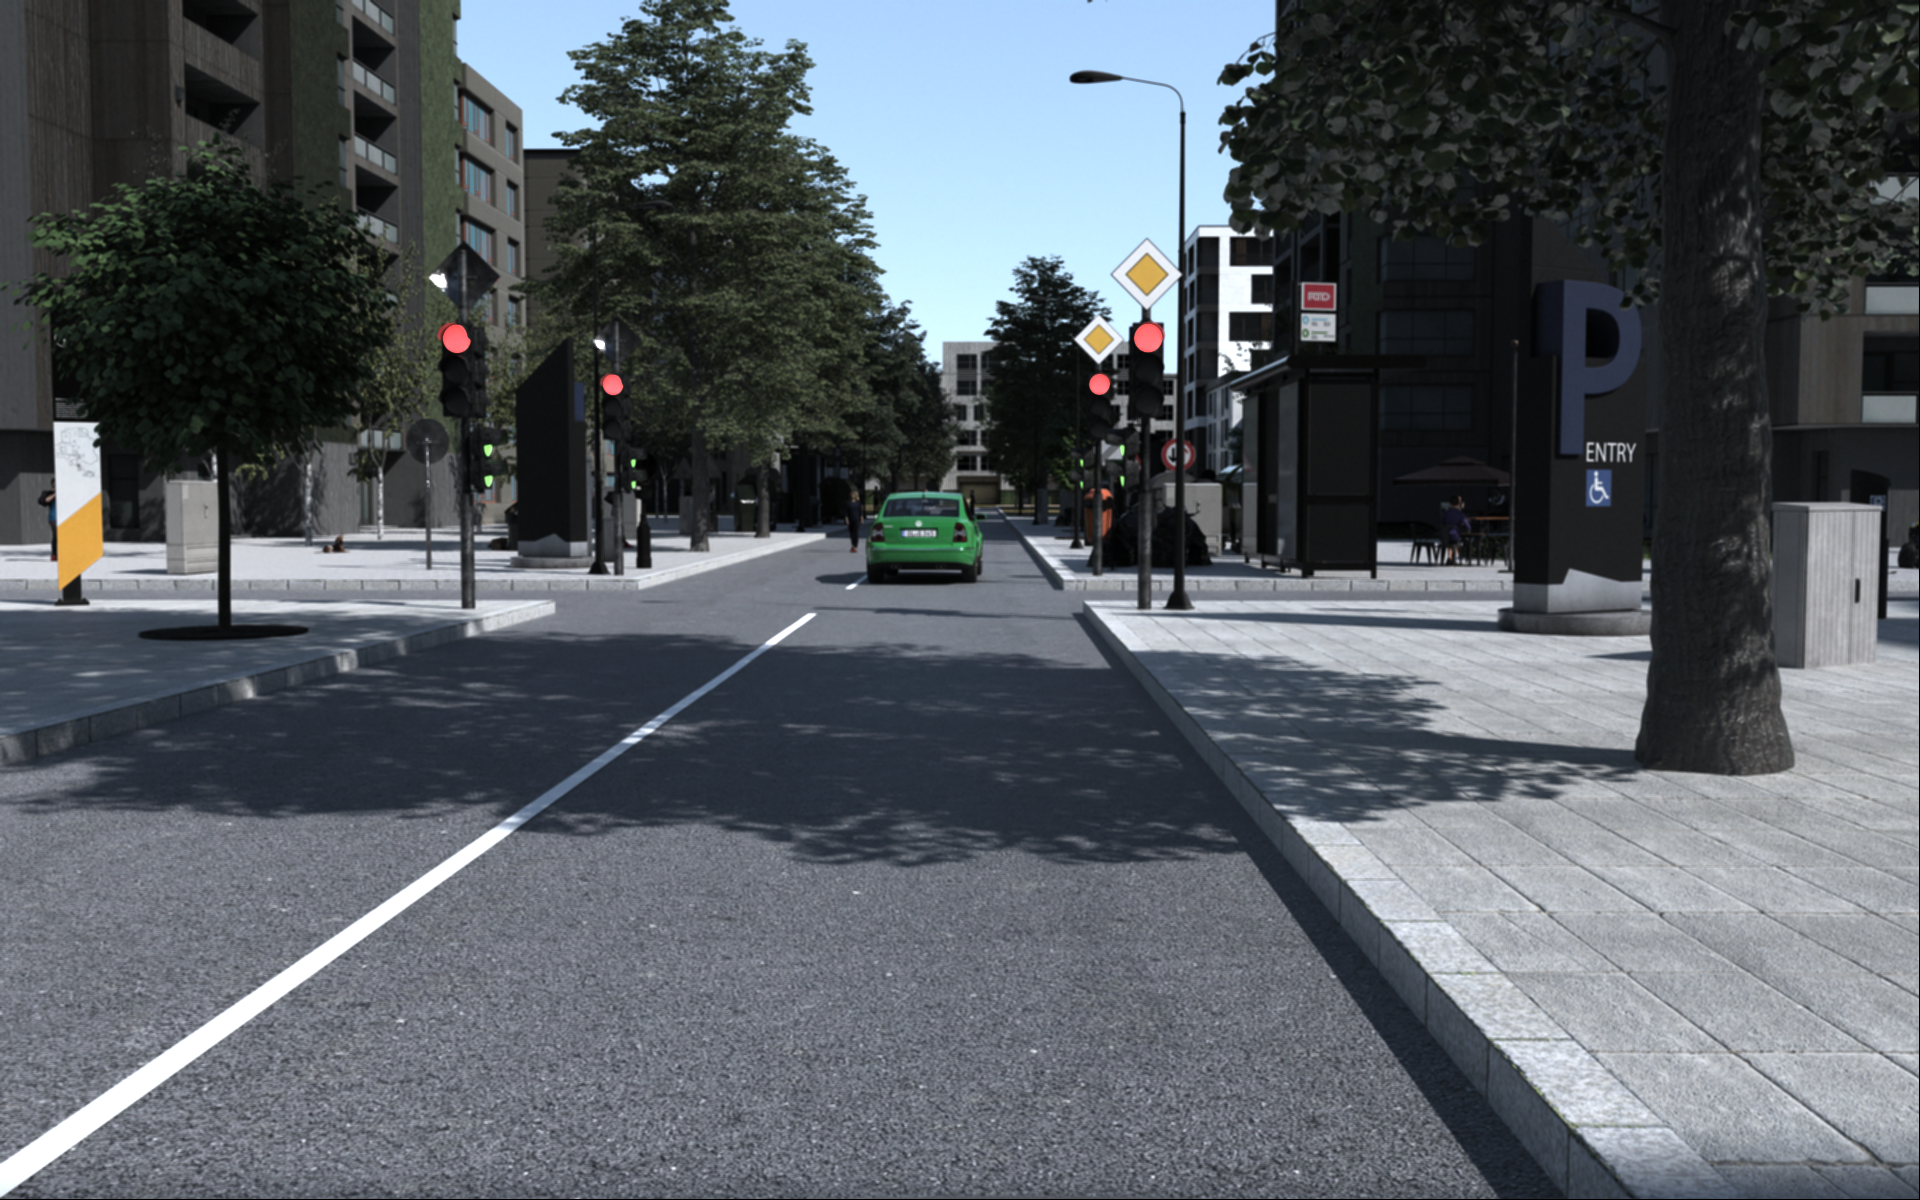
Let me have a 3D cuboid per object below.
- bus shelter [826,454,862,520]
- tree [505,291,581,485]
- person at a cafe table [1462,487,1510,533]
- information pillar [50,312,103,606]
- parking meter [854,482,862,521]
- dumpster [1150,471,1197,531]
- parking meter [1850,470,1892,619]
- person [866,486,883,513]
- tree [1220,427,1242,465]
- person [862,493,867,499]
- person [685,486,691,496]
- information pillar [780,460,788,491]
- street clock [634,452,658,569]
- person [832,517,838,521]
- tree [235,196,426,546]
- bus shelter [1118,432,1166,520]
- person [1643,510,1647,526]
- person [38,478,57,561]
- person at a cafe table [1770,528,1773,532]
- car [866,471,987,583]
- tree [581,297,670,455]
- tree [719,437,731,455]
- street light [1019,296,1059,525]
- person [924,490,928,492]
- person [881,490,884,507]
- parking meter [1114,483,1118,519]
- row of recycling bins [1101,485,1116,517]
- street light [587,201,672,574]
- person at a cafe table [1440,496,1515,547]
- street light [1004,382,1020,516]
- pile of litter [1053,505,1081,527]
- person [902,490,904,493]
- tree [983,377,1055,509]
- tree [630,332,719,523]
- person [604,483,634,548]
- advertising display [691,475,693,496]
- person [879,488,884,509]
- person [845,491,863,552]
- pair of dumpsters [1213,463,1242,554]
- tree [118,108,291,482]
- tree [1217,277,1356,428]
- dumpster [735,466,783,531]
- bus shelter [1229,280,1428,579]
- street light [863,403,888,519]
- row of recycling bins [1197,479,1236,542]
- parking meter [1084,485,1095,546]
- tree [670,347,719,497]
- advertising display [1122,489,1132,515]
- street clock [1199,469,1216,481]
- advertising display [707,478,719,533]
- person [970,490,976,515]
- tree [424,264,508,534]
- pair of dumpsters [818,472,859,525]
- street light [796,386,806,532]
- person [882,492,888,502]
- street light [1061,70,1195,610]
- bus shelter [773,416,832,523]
[{"bbox_3d":[-6.277,-5.848,89.540,2.014,3.302,5.546,0,4,1],"label":"bus shelter"},{"bbox_3d":[-15.199,-6.397,54.946,4.737,8.622,4.395,0,3,0],"label":"tree"},{"bbox_3d":[17.508,-2.987,57.358,1.622,1.524,1.698,-1,4,-22],"label":"person at a cafe table"},{"bbox_3d":[-10.188,-1.749,19.949,0.504,3.616,0.183,-2,4,-31],"label":"information pillar"},{"bbox_3d":[-4.864,-4.694,82.465,0.399,1.863,0.255,3,5,45],"label":"parking meter"},{"bbox_3d":[5.465,-2.377,44.615,1.264,1.857,1.865,0,4,1],"label":"dumpster"},{"bbox_3d":[9.403,-0.582,17.923,0.372,1.533,0.369,0,3,0],"label":"parking meter"},{"bbox_3d":[-5.628,-6.722,115.961,1.348,1.823,0.705,-2,4,-31],"label":"person"},{"bbox_3d":[11.348,-4.921,64.173,4.285,4.588,4.351,0,3,0],"label":"tree"},{"bbox_3d":[-6.565,-6.397,111.341,1.217,1.736,0.721,0,4,-6],"label":"person"},{"bbox_3d":[-17.405,-6.420,110.637,1.348,1.869,0.705,3,4,39],"label":"person"},{"bbox_3d":[-8.781,-5.817,86.460,0.183,3.616,0.504,3,5,44],"label":"information pillar"},{"bbox_3d":[-5.463,-1.548,29.885,0.358,2.002,0.471,3,5,44],"label":"street clock"},{"bbox_3d":[-5.904,-3.985,81.668,0.357,0.543,0.381,-1,4,-13],"label":"person"},{"bbox_3d":[-16.265,-5.648,42.712,4.737,8.622,4.395,0,3,0],"label":"tree"},{"bbox_3d":[6.797,-4.599,66.485,1.731,3.624,6.357,0,4,1],"label":"bus shelter"},{"bbox_3d":[8.414,-0.783,22.002,0.504,1.737,0.576,2,4,30],"label":"person"},{"bbox_3d":[-17.192,-1.533,32.981,0.662,1.594,0.647,-1,4,-20],"label":"person"},{"bbox_3d":[12.304,-1.214,28.369,1.698,1.524,1.622,0,4,1],"label":"person at a cafe table"},{"bbox_3d":[-0.542,-1.256,29.325,1.959,1.807,4.718,0,4,3],"label":"car"},{"bbox_3d":[-13.242,-6.774,61.112,4.737,8.622,4.395,0,3,0],"label":"tree"},{"bbox_3d":[-15.098,-9.138,99.776,4.360,8.622,3.978,0,3,0],"label":"tree"},{"bbox_3d":[2.213,-4.171,40.738,1.470,5.913,1.316,0,4,1],"label":"street light"},{"bbox_3d":[-1.083,-2.668,54.192,0.516,1.574,0.319,0,4,-6],"label":"person"},{"bbox_3d":[-8.049,-10.567,178.832,0.705,1.822,1.348,0,4,-1],"label":"person"},{"bbox_3d":[8.070,-5.087,88.890,0.255,1.863,0.399,-2,4,-34],"label":"parking meter"},{"bbox_3d":[6.155,-4.235,76.353,1.069,1.692,3.534,0,4,-5],"label":"row of recycling bins"},{"bbox_3d":[-5.255,-3.368,27.601,1.470,5.913,1.316,0,4,1],"label":"street light"},{"bbox_3d":[12.433,-1.905,42.006,1.698,1.238,1.726,-2,4,-31],"label":"person at a cafe table"},{"bbox_3d":[2.612,-6.075,71.869,1.470,5.913,1.316,0,4,1],"label":"street light"},{"bbox_3d":[4.489,-3.358,68.867,1.719,0.858,1.176,0,4,-5],"label":"pile of litter"},{"bbox_3d":[-5.823,-10.331,175.871,0.530,1.710,0.541,-2,4,-32],"label":"person"},{"bbox_3d":[4.948,-13.511,146.656,9.928,11.665,9.643,0,3,0],"label":"tree"},{"bbox_3d":[-13.164,-7.748,77.047,4.360,8.622,3.978,0,3,0],"label":"tree"},{"bbox_3d":[-8.119,-2.037,41.211,0.662,1.594,0.647,-1,4,-21],"label":"person"},{"bbox_3d":[-8.895,-3.264,58.588,0.123,1.923,0.974,-2,4,-25],"label":"advertising display"},{"bbox_3d":[-6.646,-8.580,146.354,1.348,1.821,0.705,-1,4,-20],"label":"person"},{"bbox_3d":[-2.640,-1.941,42.776,0.480,1.512,0.613,-1,4,-20],"label":"person"},{"bbox_3d":[6.512,-2.154,37.707,1.574,2.255,4.437,0,4,1],"label":"pair of dumpsters"},{"bbox_3d":[-14.574,-5.108,33.871,4.360,8.622,3.978,0,3,0],"label":"tree"},{"bbox_3d":[11.162,-6.613,58.487,4.737,8.622,4.395,0,3,0],"label":"tree"},{"bbox_3d":[-6.998,-3.533,60.256,1.502,2.255,1.985,0,4,1],"label":"dumpster"},{"bbox_3d":[6.019,-3.220,30.278,2.179,5.291,8.768,0,4,1],"label":"bus shelter"},{"bbox_3d":[-4.379,-7.110,88.783,1.470,5.913,1.316,0,4,1],"label":"street light"},{"bbox_3d":[6.434,-2.483,47.702,1.069,1.692,3.534,-2,4,-26],"label":"row of recycling bins"},{"bbox_3d":[3.252,-2.095,42.668,0.372,1.533,0.369,0,3,0],"label":"parking meter"},{"bbox_3d":[-13.513,-8.253,85.305,4.737,8.622,4.395,0,3,0],"label":"tree"},{"bbox_3d":[5.300,-3.041,54.934,0.123,1.923,0.974,1,4,19],"label":"advertising display"},{"bbox_3d":[7.240,-2.818,50.646,0.471,2.002,0.358,0,4,-5],"label":"street clock"},{"bbox_3d":[-8.266,-3.218,57.829,0.123,1.923,0.974,-2,4,-28],"label":"advertising display"},{"bbox_3d":[0.864,-6.686,118.624,0.445,1.727,0.742,0,4,4],"label":"person"},{"bbox_3d":[-16.161,-6.006,48.555,4.737,8.622,4.395,0,3,0],"label":"tree"},{"bbox_3d":[-5.248,-4.393,74.316,1.574,2.255,4.437,0,4,1],"label":"pair of dumpsters"},{"bbox_3d":[-4.821,-5.230,58.056,1.470,5.913,1.316,0,4,1],"label":"street light"},{"bbox_3d":[-4.770,-6.272,111.816,0.421,1.427,0.697,-2,4,-34],"label":"person"},{"bbox_3d":[1.904,-2.852,19.167,1.470,5.913,1.316,0,4,1],"label":"street light"},{"bbox_3d":[-7.341,-6.246,79.761,2.179,5.291,8.768,0,4,1],"label":"bus shelter"}]
